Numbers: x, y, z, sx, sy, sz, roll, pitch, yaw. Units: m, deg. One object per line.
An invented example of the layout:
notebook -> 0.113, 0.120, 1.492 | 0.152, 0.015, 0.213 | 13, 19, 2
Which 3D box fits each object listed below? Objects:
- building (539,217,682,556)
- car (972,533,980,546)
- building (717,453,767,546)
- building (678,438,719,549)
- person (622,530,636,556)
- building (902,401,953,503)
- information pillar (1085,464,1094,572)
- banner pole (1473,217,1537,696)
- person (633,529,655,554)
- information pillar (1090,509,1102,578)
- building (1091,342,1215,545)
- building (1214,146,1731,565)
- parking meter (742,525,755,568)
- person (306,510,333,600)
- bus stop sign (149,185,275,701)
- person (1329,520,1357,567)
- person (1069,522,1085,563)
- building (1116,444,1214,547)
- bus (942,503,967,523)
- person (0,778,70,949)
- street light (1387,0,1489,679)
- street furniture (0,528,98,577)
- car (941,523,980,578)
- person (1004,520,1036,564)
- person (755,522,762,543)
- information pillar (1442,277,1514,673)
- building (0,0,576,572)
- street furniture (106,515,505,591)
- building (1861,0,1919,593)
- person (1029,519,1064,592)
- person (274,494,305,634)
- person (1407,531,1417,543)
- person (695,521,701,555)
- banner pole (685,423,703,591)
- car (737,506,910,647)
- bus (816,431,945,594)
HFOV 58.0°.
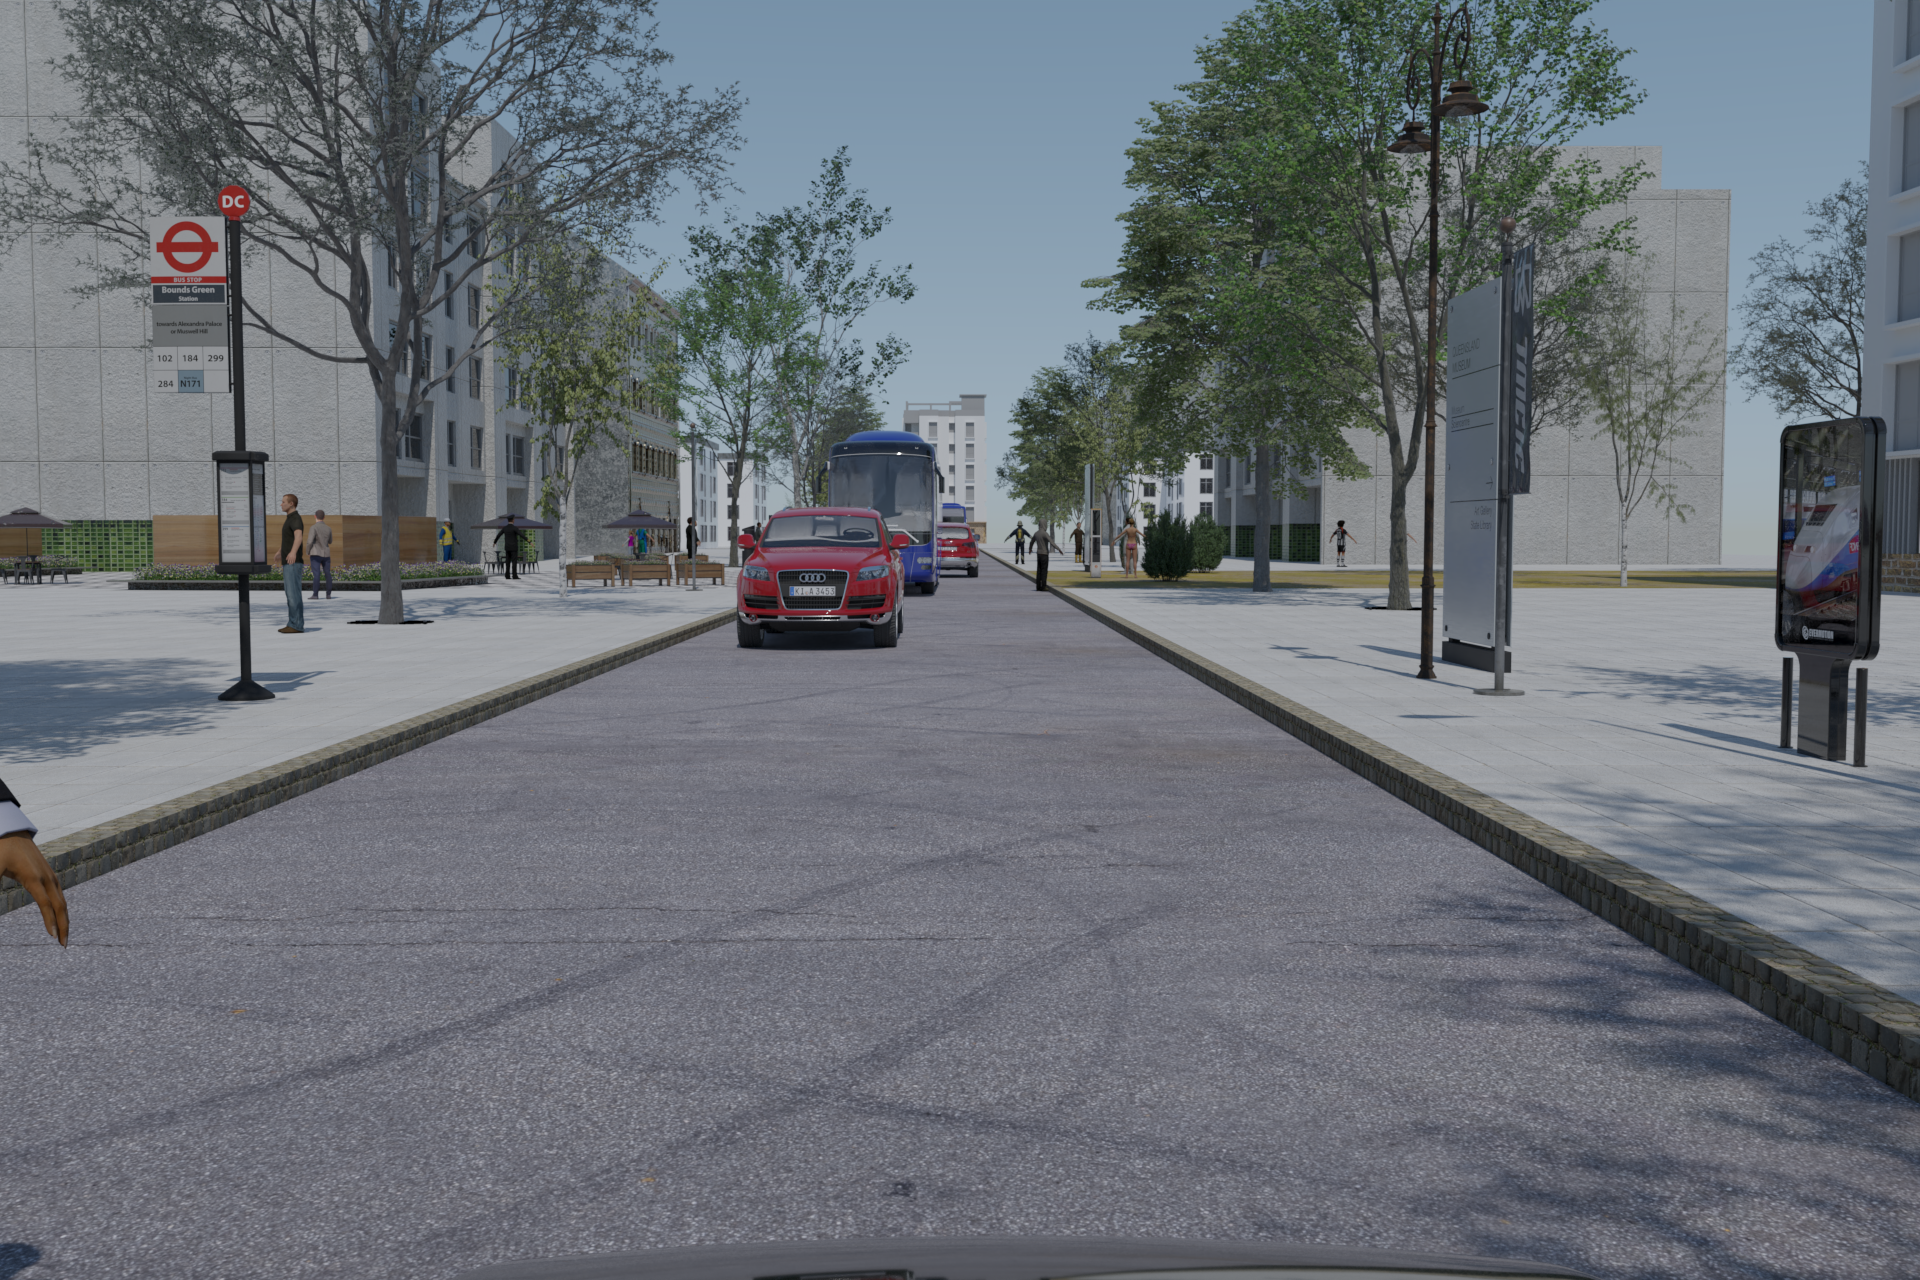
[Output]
building -> -28.745, -17.122, 110.870 | 19.493, 23.208, 18.063 | 0, 3, 0
car -> 0.402, -6.700, 119.131 | 1.945, 1.707, 3.694 | 0, 4, -1
building -> -25.932, -15.351, 193.132 | 9.099, 9.664, 28.070 | 0, 4, 0
building -> -26.996, -13.419, 161.545 | 9.099, 9.664, 28.070 | 0, 4, -1
person -> -13.512, -3.763, 70.785 | 0.599, 1.433, 0.991 | 1, 4, 22
building -> -7.529, -23.168, 237.673 | 11.380, 20.090, 16.016 | 0, 4, -4
information pillar -> 4.378, -4.115, 58.599 | 0.184, 3.620, 1.656 | 0, 4, -1
banner pole -> 4.324, -1.439, 13.542 | 0.401, 3.779, 0.863 | 0, 4, -1
person -> -14.242, -4.380, 77.733 | 1.347, 1.817, 0.704 | 3, 4, 36
information pillar -> 3.961, -2.814, 50.503 | 0.304, 2.012, 0.304 | 0, 4, 0
building -> 25.233, -22.836, 204.296 | 19.493, 23.208, 18.063 | 0, 4, 0
building -> 23.551, -13.531, 87.693 | 16.747, 18.905, 31.486 | 0, 3, 0
parking meter -> -5.967, -2.475, 48.871 | 0.372, 1.533, 0.369 | 0, 3, 0
person -> -12.661, -1.683, 34.093 | 0.617, 1.759, 0.750 | -3, 5, -42
bus stop sign -> -5.775, -1.508, 13.366 | 0.855, 3.939, 0.416 | 0, 4, 0
person -> 14.805, -3.733, 67.176 | 0.704, 1.843, 1.345 | -3, 4, -37
person -> 5.283, -4.319, 76.750 | 1.346, 1.812, 0.704 | -3, 5, -40
building -> 21.564, -14.275, 175.549 | 9.099, 9.664, 28.070 | 0, 4, 0
bus -> -0.818, -8.841, 136.095 | 2.896, 3.916, 12.251 | 0, 4, 0
person -> -1.728, 0.433, 2.093 | 1.216, 1.740, 0.721 | -1, 4, -13
street light -> 4.153, -2.596, 15.240 | 0.468, 5.910, 1.993 | 0, 4, -1
street furniture -> -31.369, -2.754, 51.883 | 11.010, 1.723, 9.812 | 1, 4, 8
car -> -0.428, -3.051, 58.552 | 2.281, 1.827, 5.304 | 0, 4, -1
person -> 2.536, -4.128, 73.272 | 1.354, 1.856, 0.705 | 0, 4, 5
person -> -8.594, -4.161, 74.305 | 0.705, 1.796, 1.348 | -2, 4, -25
information pillar -> 4.994, -1.552, 16.692 | 0.184, 3.620, 1.656 | 0, 4, -1
building -> -28.144, -12.662, 73.489 | 16.747, 18.905, 31.486 | 0, 4, -1
street furniture -> -15.418, -2.103, 41.231 | 11.010, 1.723, 9.812 | 0, 4, 7
building -> 25.575, -11.048, 37.061 | 16.016, 20.090, 11.380 | 0, 4, -1
person -> 2.084, -2.116, 43.184 | 0.705, 1.813, 1.348 | -2, 4, -35
person -> -8.677, -0.992, 22.429 | 0.705, 1.803, 1.348 | -2, 4, -29
person -> 18.082, -3.971, 70.784 | 0.705, 1.847, 1.347 | -2, 4, -35
person -> -9.961, -3.598, 65.053 | 0.704, 1.802, 1.346 | -1, 4, -19
banner pole -> -6.025, -3.017, 39.344 | 0.401, 3.779, 0.863 | 0, 4, -1
car -> -1.811, -0.912, 23.589 | 2.281, 1.827, 5.304 | 0, 4, 0
bus -> -1.784, -3.258, 44.821 | 2.896, 3.916, 12.251 | 0, 3, 0
